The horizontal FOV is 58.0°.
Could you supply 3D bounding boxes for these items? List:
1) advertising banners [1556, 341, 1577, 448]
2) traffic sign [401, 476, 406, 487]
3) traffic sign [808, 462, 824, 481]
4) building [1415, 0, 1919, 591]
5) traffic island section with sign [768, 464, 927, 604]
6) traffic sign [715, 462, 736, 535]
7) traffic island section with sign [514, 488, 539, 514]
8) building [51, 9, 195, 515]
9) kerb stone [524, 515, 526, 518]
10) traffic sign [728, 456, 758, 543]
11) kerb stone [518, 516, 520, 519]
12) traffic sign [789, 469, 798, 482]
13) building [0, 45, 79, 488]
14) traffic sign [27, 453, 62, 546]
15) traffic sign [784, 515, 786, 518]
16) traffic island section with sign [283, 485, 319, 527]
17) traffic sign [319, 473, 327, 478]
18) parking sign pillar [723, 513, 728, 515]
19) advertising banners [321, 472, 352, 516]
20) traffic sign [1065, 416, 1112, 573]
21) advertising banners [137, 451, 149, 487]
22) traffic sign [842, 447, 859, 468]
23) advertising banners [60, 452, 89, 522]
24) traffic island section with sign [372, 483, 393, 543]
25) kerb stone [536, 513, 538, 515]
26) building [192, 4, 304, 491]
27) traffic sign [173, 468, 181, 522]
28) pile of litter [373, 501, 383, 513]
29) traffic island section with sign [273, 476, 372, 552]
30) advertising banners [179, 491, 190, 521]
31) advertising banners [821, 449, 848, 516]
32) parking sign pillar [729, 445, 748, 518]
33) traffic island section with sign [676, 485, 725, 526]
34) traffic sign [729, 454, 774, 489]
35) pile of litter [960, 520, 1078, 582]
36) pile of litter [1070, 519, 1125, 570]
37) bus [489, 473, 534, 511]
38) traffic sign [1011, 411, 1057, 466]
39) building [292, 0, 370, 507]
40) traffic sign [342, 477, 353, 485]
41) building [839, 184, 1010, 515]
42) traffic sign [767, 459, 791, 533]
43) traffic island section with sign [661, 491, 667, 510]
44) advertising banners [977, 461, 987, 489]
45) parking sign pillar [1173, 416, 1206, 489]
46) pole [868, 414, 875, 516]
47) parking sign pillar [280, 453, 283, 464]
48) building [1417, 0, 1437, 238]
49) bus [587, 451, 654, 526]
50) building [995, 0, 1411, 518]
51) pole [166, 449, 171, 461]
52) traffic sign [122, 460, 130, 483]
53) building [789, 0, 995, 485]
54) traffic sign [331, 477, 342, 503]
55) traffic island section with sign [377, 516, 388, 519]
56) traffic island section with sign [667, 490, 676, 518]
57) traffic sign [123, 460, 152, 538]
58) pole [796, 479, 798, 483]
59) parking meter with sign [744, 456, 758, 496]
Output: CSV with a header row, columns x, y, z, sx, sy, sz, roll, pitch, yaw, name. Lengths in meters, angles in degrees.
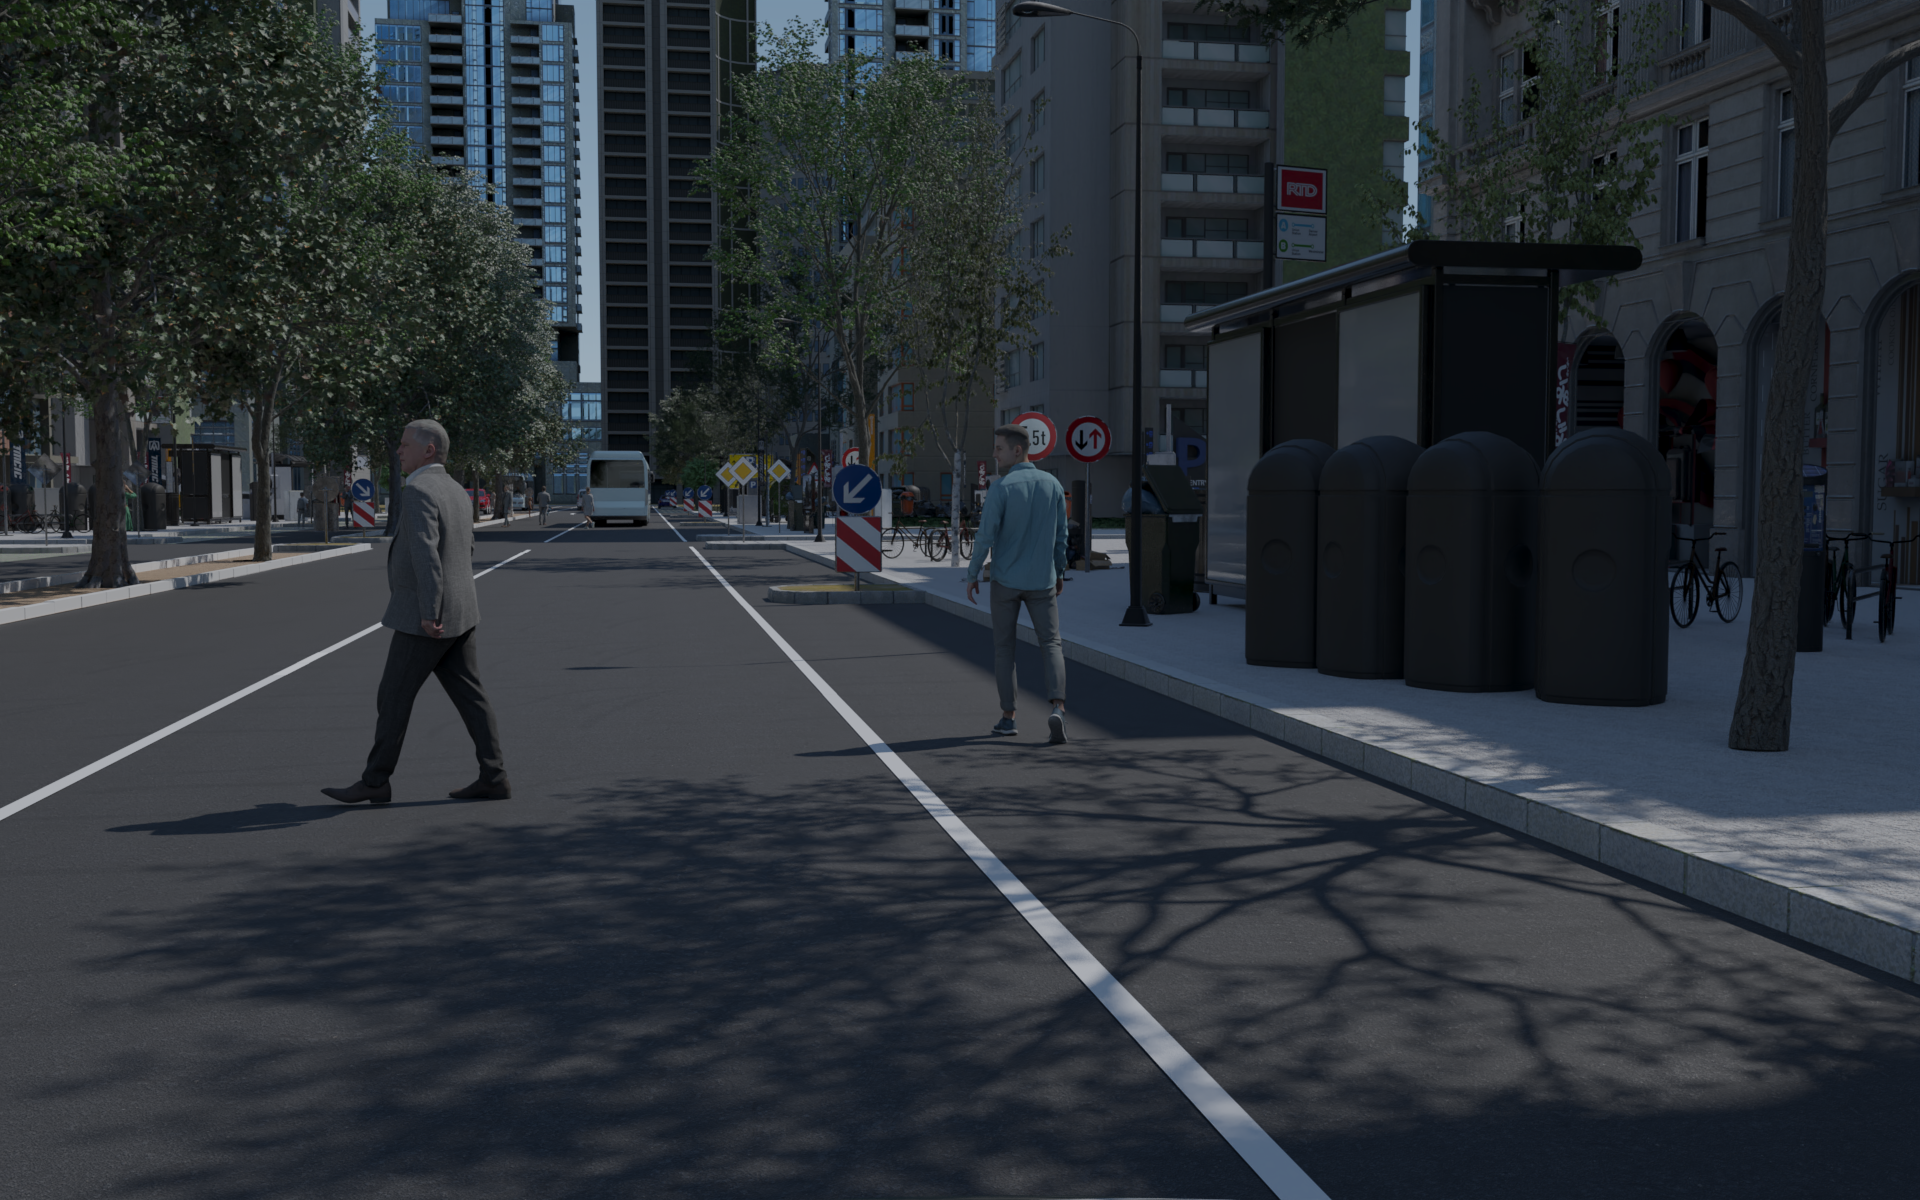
x,y,z,sx,sy,sz,roll,pitch,yaw,name
6.350,-1.425,19.480,2.074,3.025,0.090,-3,5,-40,advertising banners
-39.462,-7.468,122.203,0.768,2.556,0.104,-1,4,-8,traffic sign
-5.934,-4.317,70.589,0.884,2.594,0.081,-1,4,-9,traffic sign
17.808,-11.261,25.918,13.314,21.916,24.055,-1,4,-10,building
-1.589,-0.911,23.517,1.989,1.847,2.006,-1,4,-10,traffic island section with sign
-7.171,-3.056,53.606,0.795,2.450,0.064,-1,4,-10,traffic sign
-31.224,-7.167,125.323,2.006,1.907,1.989,-1,4,-10,traffic island section with sign
-53.512,-25.428,99.341,14.154,41.232,14.086,-1,4,-10,building
-25.931,-4.905,102.397,0.120,0.150,1.000,-1,4,-10,kerb stone
-5.724,-2.576,45.752,0.795,2.450,0.064,-1,4,-10,traffic sign
-24.998,-4.597,97.353,0.120,0.150,1.000,-1,4,-10,kerb stone
-8.570,-5.350,87.580,0.768,2.556,0.104,-1,4,-10,traffic sign
-102.749,-31.363,167.407,28.867,44.769,22.147,-1,4,-10,building
-22.540,-2.388,42.687,0.795,2.450,0.064,-1,4,-10,traffic sign
-9.564,-5.653,94.562,0.606,2.300,0.079,-1,4,-9,traffic sign
-28.256,-4.081,75.348,1.989,1.847,2.006,-1,4,-10,traffic island section with sign
-37.931,-6.312,103.314,0.768,2.556,0.104,0,4,-2,traffic sign
-13.342,-6.976,102.524,1.447,3.967,1.447,-1,4,-16,parking sign pillar
-36.559,-6.429,101.297,2.074,3.025,0.090,-1,4,-9,advertising banners
2.084,-1.723,28.272,0.768,2.556,0.104,0,4,-5,traffic sign
-34.217,-4.570,70.900,2.074,3.025,0.090,-1,4,-18,advertising banners
-2.833,-2.876,47.133,0.768,2.556,0.104,0,4,-3,traffic sign
-37.361,-4.736,73.622,0.090,3.025,2.074,1,4,19,advertising banners
-17.604,-2.648,51.424,2.006,1.907,1.989,-1,4,-10,traffic island section with sign
-28.154,-5.644,114.501,0.120,0.150,1.000,-1,4,-10,kerb stone
-64.084,-50.201,133.457,22.319,86.520,31.000,-1,4,-10,building
-34.577,-4.614,76.627,0.795,2.450,0.064,0,4,-1,traffic sign
-39.934,-6.325,117.371,1.719,0.858,1.176,-2,4,-33,pile of litter
-16.271,-2.202,44.138,2.006,1.907,1.989,-1,4,-10,traffic island section with sign
-35.972,-5.257,82.136,2.074,3.025,0.090,-1,4,-17,advertising banners
-4.574,-4.397,68.074,2.074,3.025,0.090,-3,4,-36,advertising banners
-11.562,-6.503,94.794,1.447,3.967,1.447,1,4,19,parking sign pillar
-11.601,-4.236,77.882,1.989,1.847,2.006,-1,4,-10,traffic island section with sign
-10.527,-5.724,87.453,2.265,3.308,0.079,0,4,-5,traffic sign
0.820,-0.707,25.525,1.719,0.858,1.176,0,4,2,pile of litter
2.057,-0.948,29.464,1.719,0.858,1.176,-1,4,-18,pile of litter
-38.276,-9.391,148.395,2.948,3.499,13.247,-1,4,-10,bus
1.113,-1.633,26.803,0.768,2.556,0.104,0,4,-1,traffic sign
-74.500,-38.539,172.116,28.212,58.520,21.231,-1,4,-10,building
-42.002,-7.254,118.710,0.768,2.556,0.104,0,4,-2,traffic sign
7.536,-16.387,112.961,27.650,21.520,28.899,-1,4,-10,building
-5.943,-3.410,56.939,0.795,2.450,0.064,0,4,-6,traffic sign
-25.692,-8.914,154.375,1.989,1.847,2.006,-1,4,-10,traffic island section with sign
1.901,-5.788,90.819,2.074,3.025,0.090,0,4,-1,advertising banners
8.017,-4.361,59.775,1.447,3.967,1.447,-1,4,-11,parking sign pillar
-2.266,-3.084,44.266,0.158,3.312,0.155,0,3,0,pole
-44.994,-7.657,113.660,1.447,3.967,1.447,1,4,8,parking sign pillar
38.436,-28.368,83.427,30.456,49.044,23.786,-1,4,-10,building
-15.770,-5.247,80.644,2.948,3.499,13.247,-1,4,-10,bus
9.591,-23.827,73.170,14.086,41.232,14.154,-1,4,-10,building
-34.657,-5.019,75.901,0.158,3.312,0.155,0,3,0,pole
-31.873,-4.053,66.266,0.884,2.594,0.081,-1,4,-10,traffic sign
-5.353,-52.973,178.775,22.319,86.520,31.000,-1,4,-10,building
-36.420,-6.059,101.188,0.606,2.300,0.079,0,4,-8,traffic sign
-33.123,-5.702,101.861,1.989,1.847,2.006,-1,4,-10,traffic island section with sign
-16.490,-5.857,104.391,1.989,1.847,2.006,-1,4,-10,traffic island section with sign
-23.987,-2.868,50.540,0.795,2.450,0.064,-1,4,-10,traffic sign
-8.217,-5.750,87.859,0.158,3.312,0.155,0,3,0,pole
-9.478,-5.055,78.912,0.543,3.016,1.738,-1,4,-12,parking meter with sign
